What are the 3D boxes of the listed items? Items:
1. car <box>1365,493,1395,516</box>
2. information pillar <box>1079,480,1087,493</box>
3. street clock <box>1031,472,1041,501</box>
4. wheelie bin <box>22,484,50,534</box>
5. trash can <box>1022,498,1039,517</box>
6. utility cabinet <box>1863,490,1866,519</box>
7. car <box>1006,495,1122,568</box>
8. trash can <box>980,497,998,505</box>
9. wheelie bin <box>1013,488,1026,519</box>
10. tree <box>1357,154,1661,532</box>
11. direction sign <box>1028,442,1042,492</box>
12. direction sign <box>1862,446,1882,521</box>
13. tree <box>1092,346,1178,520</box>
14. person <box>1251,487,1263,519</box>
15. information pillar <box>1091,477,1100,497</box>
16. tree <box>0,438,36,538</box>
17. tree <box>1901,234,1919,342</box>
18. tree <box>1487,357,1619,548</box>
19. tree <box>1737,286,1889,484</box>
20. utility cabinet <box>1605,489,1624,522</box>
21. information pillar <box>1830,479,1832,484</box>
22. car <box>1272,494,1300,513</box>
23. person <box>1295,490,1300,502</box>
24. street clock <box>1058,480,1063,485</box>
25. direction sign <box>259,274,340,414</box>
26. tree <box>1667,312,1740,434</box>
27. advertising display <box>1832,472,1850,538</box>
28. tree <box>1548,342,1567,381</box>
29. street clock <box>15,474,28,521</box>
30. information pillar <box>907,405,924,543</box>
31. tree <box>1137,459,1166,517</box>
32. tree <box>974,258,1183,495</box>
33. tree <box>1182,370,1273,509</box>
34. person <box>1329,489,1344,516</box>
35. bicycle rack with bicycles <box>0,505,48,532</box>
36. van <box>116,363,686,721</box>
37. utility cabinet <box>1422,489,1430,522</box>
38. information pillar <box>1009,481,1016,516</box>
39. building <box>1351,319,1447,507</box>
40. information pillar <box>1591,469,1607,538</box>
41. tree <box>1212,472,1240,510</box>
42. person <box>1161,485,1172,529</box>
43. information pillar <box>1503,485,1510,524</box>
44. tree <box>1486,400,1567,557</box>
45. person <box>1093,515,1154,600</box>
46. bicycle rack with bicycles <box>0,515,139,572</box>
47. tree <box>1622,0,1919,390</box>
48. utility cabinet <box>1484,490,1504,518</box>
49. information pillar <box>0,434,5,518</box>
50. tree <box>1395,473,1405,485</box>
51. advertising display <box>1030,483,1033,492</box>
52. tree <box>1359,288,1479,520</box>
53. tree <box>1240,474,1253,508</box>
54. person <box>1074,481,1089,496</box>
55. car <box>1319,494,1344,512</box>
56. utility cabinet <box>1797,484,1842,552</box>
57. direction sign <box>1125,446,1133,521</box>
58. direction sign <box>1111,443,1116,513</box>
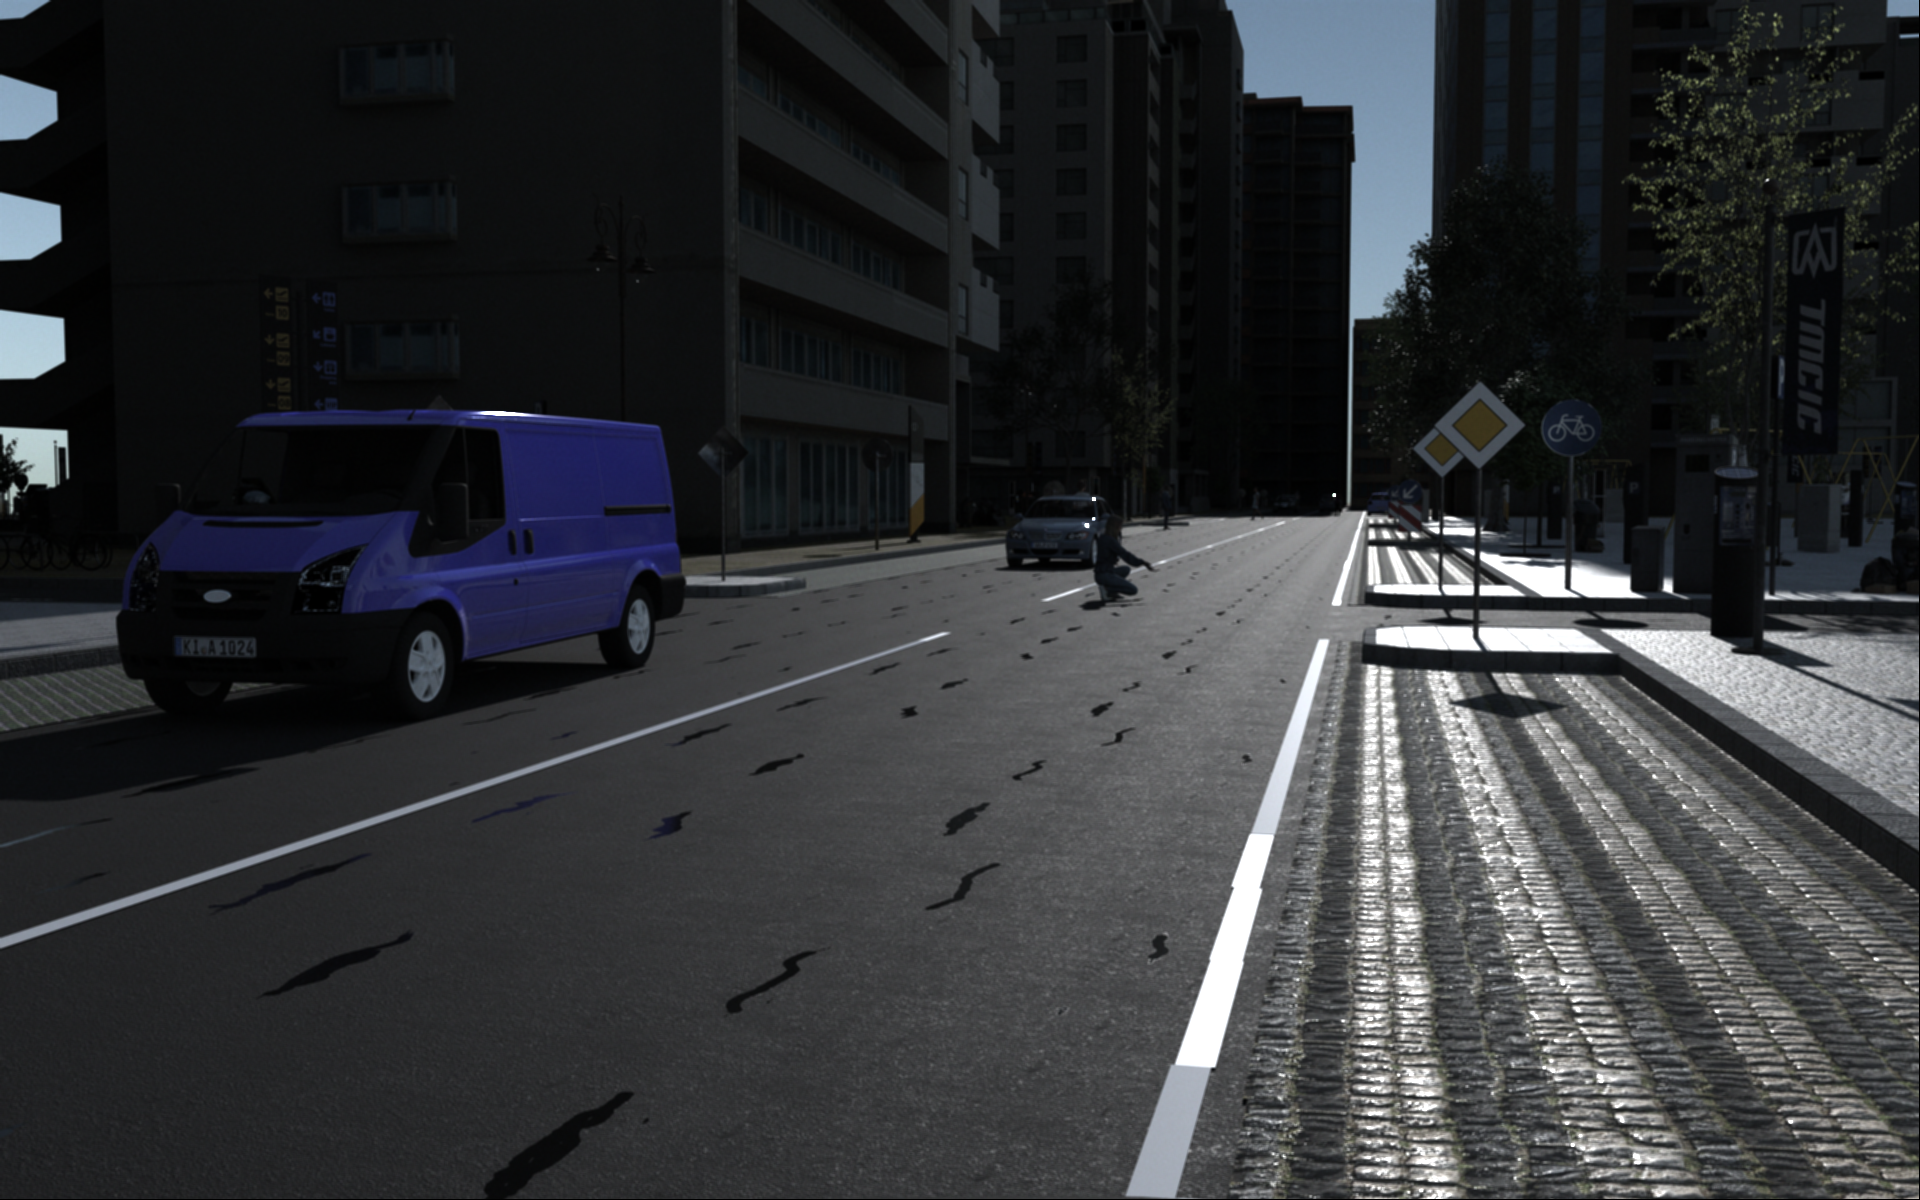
[{"bbox_3d":[27.806,-6.420,114.560,1.945,1.707,3.694,1,4,13],"label":"car"},{"bbox_3d":[6.239,-5.118,88.164,0.304,2.012,0.304,-2,4,-28],"label":"information pillar"},{"bbox_3d":[2.544,-3.249,57.683,0.358,2.002,0.471,0,4,2],"label":"street clock"},{"bbox_3d":[-29.218,-2.879,54.974,0.693,1.594,0.980,2,4,25],"label":"wheelie bin"},{"bbox_3d":[3.959,-5.462,100.959,0.748,1.137,0.748,0,3,0],"label":"trash can"},{"bbox_3d":[46.084,-4.939,89.425,1.173,1.500,0.318,1,4,20],"label":"utility cabinet"},{"bbox_3d":[2.192,-1.435,35.464,2.014,1.417,4.499,1,4,15],"label":"car"},{"bbox_3d":[1.261,-3.901,75.437,0.748,1.137,0.748,0,3,0],"label":"trash can"},{"bbox_3d":[3.089,-4.878,87.656,0.693,1.594,0.980,1,4,13],"label":"wheelie bin"},{"bbox_3d":[18.426,-8.672,58.790,9.611,12.733,9.660,0,3,0],"label":"tree"},{"bbox_3d":[3.231,-5.119,75.690,0.876,3.537,0.379,3,5,41],"label":"direction sign"},{"bbox_3d":[43.526,-5.548,82.709,0.379,3.537,0.876,-3,4,-38],"label":"direction sign"},{"bbox_3d":[8.387,-8.265,85.499,4.360,8.622,3.978,0,3,0],"label":"tree"},{"bbox_3d":[16.643,-5.414,97.107,0.778,1.811,0.616,1,4,17],"label":"person"},{"bbox_3d":[5.831,-4.296,74.737,0.304,2.012,0.304,-1,4,-10],"label":"information pillar"},{"bbox_3d":[-28.660,-3.474,51.403,1.663,3.219,1.824,0,3,0],"label":"tree"},{"bbox_3d":[31.803,-7.667,51.103,9.928,11.665,9.643,0,3,0],"label":"tree"},{"bbox_3d":[13.991,-3.537,41.541,4.285,4.588,4.351,0,3,0],"label":"tree"},{"bbox_3d":[29.472,-6.667,59.366,4.737,8.622,4.395,0,3,0],"label":"tree"},{"bbox_3d":[29.420,-4.192,77.219,1.173,1.500,0.318,1,4,19],"label":"utility cabinet"},{"bbox_3d":[41.256,-4.727,81.778,0.304,2.012,0.304,0,4,3],"label":"information pillar"},{"bbox_3d":[24.956,-7.388,132.587,2.131,1.459,4.920,1,4,13],"label":"car"},{"bbox_3d":[26.728,-7.832,137.228,0.551,1.740,0.621,3,5,42],"label":"person"},{"bbox_3d":[5.270,-5.311,91.402,0.358,2.002,0.471,1,4,21],"label":"street clock"},{"bbox_3d":[-6.922,-1.605,18.243,0.379,3.537,0.876,3,4,38],"label":"direction sign"},{"bbox_3d":[30.896,-7.371,70.885,4.737,8.622,4.395,0,3,0],"label":"tree"},{"bbox_3d":[25.970,-2.788,50.799,0.974,1.923,0.123,-1,4,-20],"label":"advertising display"},{"bbox_3d":[24.221,-7.112,66.649,4.360,8.622,3.978,0,3,0],"label":"tree"},{"bbox_3d":[-33.635,-3.518,62.086,0.471,2.002,0.358,2,4,26],"label":"street clock"},{"bbox_3d":[-1.166,-3.336,45.895,0.504,3.616,0.183,-3,5,-43],"label":"information pillar"},{"bbox_3d":[10.584,-6.189,95.796,1.663,3.219,1.824,0,3,0],"label":"tree"},{"bbox_3d":[4.325,-8.228,68.935,8.767,10.594,7.601,-2,4,-35],"label":"tree"},{"bbox_3d":[22.517,-13.417,145.124,9.928,11.665,9.643,0,3,0],"label":"tree"},{"bbox_3d":[24.983,-6.463,114.853,1.217,1.739,0.721,-2,4,-28],"label":"person"},{"bbox_3d":[-36.031,-3.117,64.346,2.852,0.926,2.925,-1,4,-10],"label":"bicycle rack with bicycles"},{"bbox_3d":[-3.886,-0.517,12.843,2.240,2.365,5.245,1,4,12],"label":"van"},{"bbox_3d":[21.285,-4.316,79.241,0.318,1.500,1.173,1,4,13],"label":"utility cabinet"},{"bbox_3d":[3.010,-5.806,99.417,0.304,2.012,0.304,1,4,18],"label":"information pillar"},{"bbox_3d":[57.772,-21.047,189.159,28.899,21.520,27.650,1,4,13],"label":"building"},{"bbox_3d":[18.793,-2.836,50.863,0.304,2.012,0.304,2,4,27],"label":"information pillar"},{"bbox_3d":[21.119,-8.807,138.596,1.663,3.219,1.824,0,3,0],"label":"tree"},{"bbox_3d":[8.443,-3.800,70.813,0.419,1.800,0.721,1,4,18],"label":"person"},{"bbox_3d":[23.226,-5.038,73.719,0.183,3.616,0.504,-1,4,-11],"label":"information pillar"},{"bbox_3d":[11.512,-2.509,35.627,1.663,3.219,1.824,0,3,0],"label":"tree"},{"bbox_3d":[2.153,-0.588,23.619,0.738,1.151,1.012,-1,4,-11],"label":"person"},{"bbox_3d":[-15.462,-0.995,29.644,2.925,0.926,2.852,2,4,30],"label":"bicycle rack with bicycles"},{"bbox_3d":[12.185,-4.644,26.299,4.360,8.622,3.978,0,3,0],"label":"tree"},{"bbox_3d":[28.092,-5.031,90.934,0.318,1.500,1.173,-3,4,-36],"label":"utility cabinet"},{"bbox_3d":[-37.729,-4.698,68.166,0.183,3.616,0.504,-3,5,-42],"label":"information pillar"},{"bbox_3d":[39.502,-9.723,153.577,1.663,3.219,1.824,0,3,0],"label":"tree"},{"bbox_3d":[4.079,-5.616,97.037,0.123,1.923,0.974,1,4,15],"label":"advertising display"},{"bbox_3d":[23.544,-9.773,85.550,9.928,11.665,9.643,0,3,0],"label":"tree"},{"bbox_3d":[27.351,-10.391,164.494,1.663,3.219,1.824,0,3,0],"label":"tree"},{"bbox_3d":[3.027,-2.038,42.388,0.480,1.755,0.524,1,4,17],"label":"person"},{"bbox_3d":[29.769,-7.765,138.965,2.014,1.417,4.499,1,4,14],"label":"car"},{"bbox_3d":[18.979,-1.810,38.276,0.318,1.500,1.173,0,4,-4],"label":"utility cabinet"},{"bbox_3d":[8.011,-5.501,81.939,0.379,3.537,0.876,0,4,3],"label":"direction sign"},{"bbox_3d":[6.780,-5.173,76.577,0.379,3.537,0.876,1,4,15],"label":"direction sign"}]
